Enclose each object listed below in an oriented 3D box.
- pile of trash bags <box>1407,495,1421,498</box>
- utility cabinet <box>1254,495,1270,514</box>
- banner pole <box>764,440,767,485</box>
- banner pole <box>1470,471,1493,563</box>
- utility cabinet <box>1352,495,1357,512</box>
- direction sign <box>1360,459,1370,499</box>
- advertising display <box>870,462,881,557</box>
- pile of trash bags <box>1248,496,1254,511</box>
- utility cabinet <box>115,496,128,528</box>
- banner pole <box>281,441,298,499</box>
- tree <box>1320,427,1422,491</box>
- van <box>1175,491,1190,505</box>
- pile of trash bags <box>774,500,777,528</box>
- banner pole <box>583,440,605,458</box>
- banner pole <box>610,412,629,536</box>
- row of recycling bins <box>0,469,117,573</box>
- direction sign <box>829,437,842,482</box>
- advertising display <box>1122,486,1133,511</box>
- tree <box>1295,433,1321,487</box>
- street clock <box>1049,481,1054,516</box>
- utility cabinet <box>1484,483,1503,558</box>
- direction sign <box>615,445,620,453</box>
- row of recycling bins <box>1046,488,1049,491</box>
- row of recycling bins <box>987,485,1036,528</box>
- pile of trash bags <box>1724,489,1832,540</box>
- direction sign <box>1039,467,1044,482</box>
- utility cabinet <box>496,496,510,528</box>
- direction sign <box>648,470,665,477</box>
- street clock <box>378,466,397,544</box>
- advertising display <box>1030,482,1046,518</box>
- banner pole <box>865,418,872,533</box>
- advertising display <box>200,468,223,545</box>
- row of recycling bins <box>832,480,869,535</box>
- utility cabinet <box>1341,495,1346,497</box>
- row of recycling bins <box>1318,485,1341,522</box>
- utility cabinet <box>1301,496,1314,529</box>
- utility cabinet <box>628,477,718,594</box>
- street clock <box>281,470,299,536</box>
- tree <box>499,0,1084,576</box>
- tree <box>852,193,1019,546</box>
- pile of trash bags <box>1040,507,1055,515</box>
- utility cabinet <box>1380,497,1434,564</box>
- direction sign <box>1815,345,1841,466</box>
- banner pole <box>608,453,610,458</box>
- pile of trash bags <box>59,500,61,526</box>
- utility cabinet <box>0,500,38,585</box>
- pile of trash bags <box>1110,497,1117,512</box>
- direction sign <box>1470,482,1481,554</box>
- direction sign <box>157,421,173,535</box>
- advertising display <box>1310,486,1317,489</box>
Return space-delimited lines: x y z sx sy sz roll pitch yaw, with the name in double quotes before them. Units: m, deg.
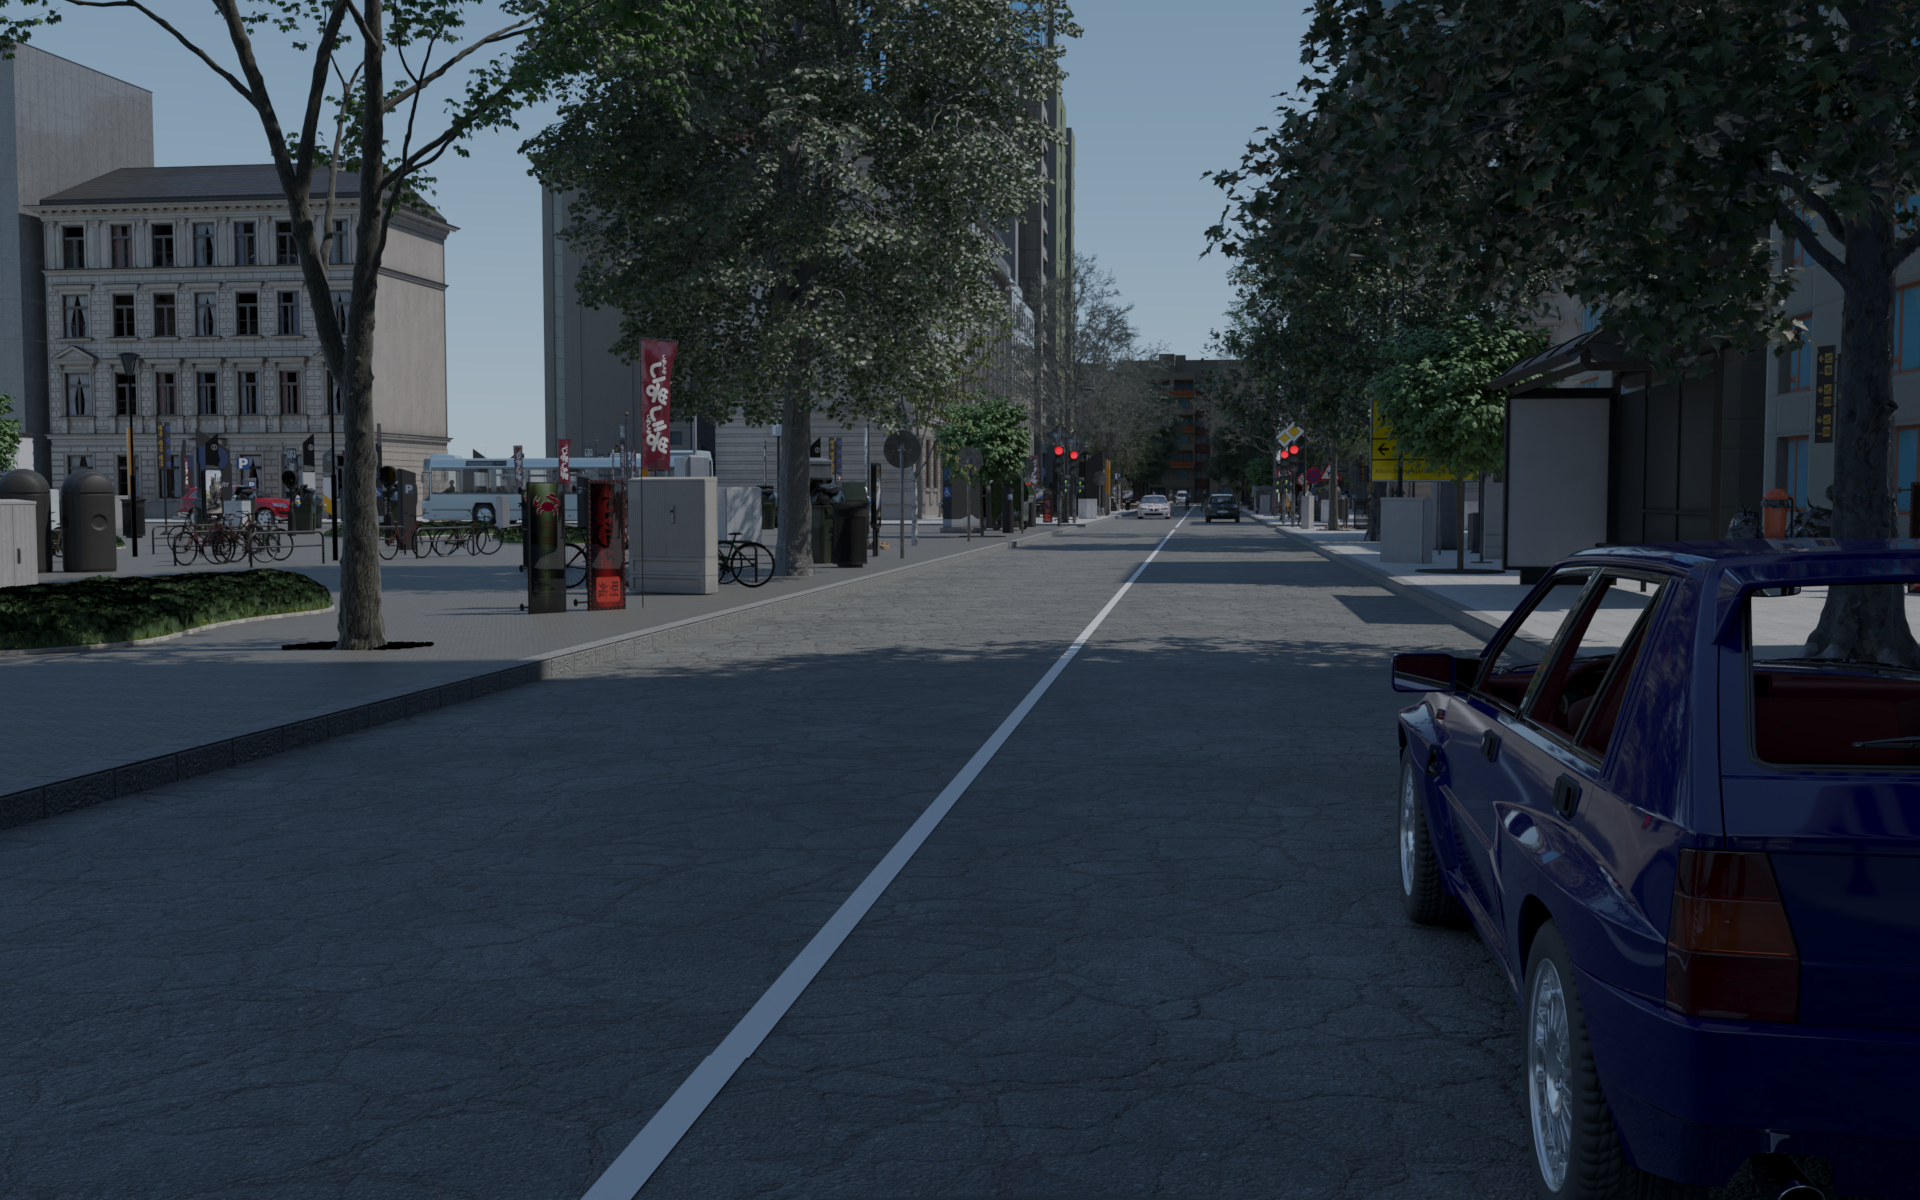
"pile of trash bags" 26.219 -5.642 101.992 3.447 1.369 1.912 0 4 7
"utility cabinet" 20.564 -6.565 118.497 0.306 1.237 1.020 -2 4 -34
"banner pole" -9.012 -5.511 80.115 0.401 3.779 0.863 0 4 1
"banner pole" 9.685 -2.560 31.874 0.401 3.779 0.863 0 4 4
"utility cabinet" 28.934 -7.085 127.008 0.306 1.237 1.020 1 4 17
"direction sign" 25.929 -7.260 110.696 0.876 3.537 0.379 -1 4 -20
"advertising display" -1.733 -1.867 35.739 0.123 1.923 0.974 0 4 3
"pile of trash bags" 23.480 -7.686 135.422 1.912 1.369 3.447 1 4 11
"utility cabinet" -32.141 -3.342 65.801 0.306 1.237 1.020 3 4 36
"banner pole" -31.953 -5.652 82.435 0.863 3.779 0.401 0 4 -2
"tree" 22.074 -8.703 92.650 4.737 8.622 4.395 0 3 0
"van" 28.796 -13.286 224.241 2.013 2.044 4.112 0 4 8
"pile of trash bags" -7.600 -3.470 66.485 1.912 1.369 3.447 -1 4 -12
"banner pole" -16.923 -5.486 79.714 0.863 3.779 0.401 1 4 13
"banner pole" -10.301 -3.864 53.187 0.401 3.779 0.863 -2 4 -30
"row of recycling bins" -15.650 -1.286 28.140 3.534 1.692 1.069 -1 4 -18
"direction sign" -4.985 -4.730 69.327 0.379 3.537 0.876 2 4 30
"advertising display" 12.975 -7.887 134.172 0.974 1.923 0.123 -1 4 -22
"tree" 24.783 -10.030 114.346 4.737 8.622 4.395 0 3 0
"street clock" 5.313 -5.815 99.647 0.358 2.002 0.471 2 4 35
"utility cabinet" 10.938 -1.563 34.232 1.173 1.500 0.318 0 4 4
"direction sign" -15.611 -5.349 79.452 0.379 3.537 0.876 -2 4 -34
"row of recycling bins" 4.190 -6.506 113.485 3.534 1.692 1.069 1 4 20
"row of recycling bins" 1.726 -3.630 66.458 1.069 1.692 3.534 2 4 35
"pile of trash bags" 14.798 -1.322 31.366 1.912 1.369 3.447 2 4 25
"direction sign" 6.610 -9.258 143.358 0.379 3.537 0.876 3 5 44
"utility cabinet" -16.944 -3.244 64.204 0.306 1.237 1.020 -2 4 -26
"direction sign" -10.443 -4.125 59.438 0.876 3.537 0.379 2 4 34
"street clock" -14.778 -2.461 44.811 0.471 2.002 0.358 0 4 2
"advertising display" 4.173 -5.432 94.022 0.974 1.923 0.123 1 4 9
"banner pole" -3.070 -4.112 57.251 0.401 3.779 0.863 -1 4 -14
"advertising display" -18.667 -2.326 43.242 0.123 1.923 0.974 0 4 0
"row of recycling bins" -3.874 -2.804 52.964 1.069 1.692 3.534 -2 4 -33
"utility cabinet" 23.992 -6.050 110.080 0.306 1.237 1.020 -3 5 -44
"row of recycling bins" 16.791 -4.371 78.575 1.069 1.692 3.534 1 4 9
"utility cabinet" 12.784 -3.216 63.736 0.306 1.237 1.020 1 4 22
"utility cabinet" -3.696 -0.830 22.249 1.173 1.500 0.318 2 4 25
"street clock" -20.464 -2.961 52.983 0.471 2.002 0.358 1 4 9
"tree" -2.673 -7.365 27.073 9.857 13.997 8.962 0 3 0
"tree" -0.996 -5.638 42.542 4.737 8.622 4.395 0 3 0
"pile of trash bags" 5.388 -5.974 107.423 1.912 1.369 3.447 0 4 -2
"utility cabinet" 8.327 -1.293 32.296 0.306 1.237 1.020 -3 4 -36
"direction sign" 13.283 -2.094 26.241 0.379 3.537 0.876 -1 4 -17
"banner pole" -18.783 -6.330 93.512 0.401 3.779 0.863 1 4 21
"pile of trash bags" -36.849 -3.629 69.094 1.912 1.369 3.447 0 4 -6
"utility cabinet" -11.271 -0.557 20.267 0.306 1.237 1.020 1 4 11
"pile of trash bags" 10.274 -7.156 126.752 1.912 1.369 3.447 1 4 23
"direction sign" 11.237 -2.776 37.377 0.876 3.537 0.379 0 4 6
"direction sign" -24.918 -3.809 54.273 0.379 3.537 0.876 0 4 -1
"advertising display" 27.165 -7.814 132.969 0.123 1.923 0.974 3 4 37
